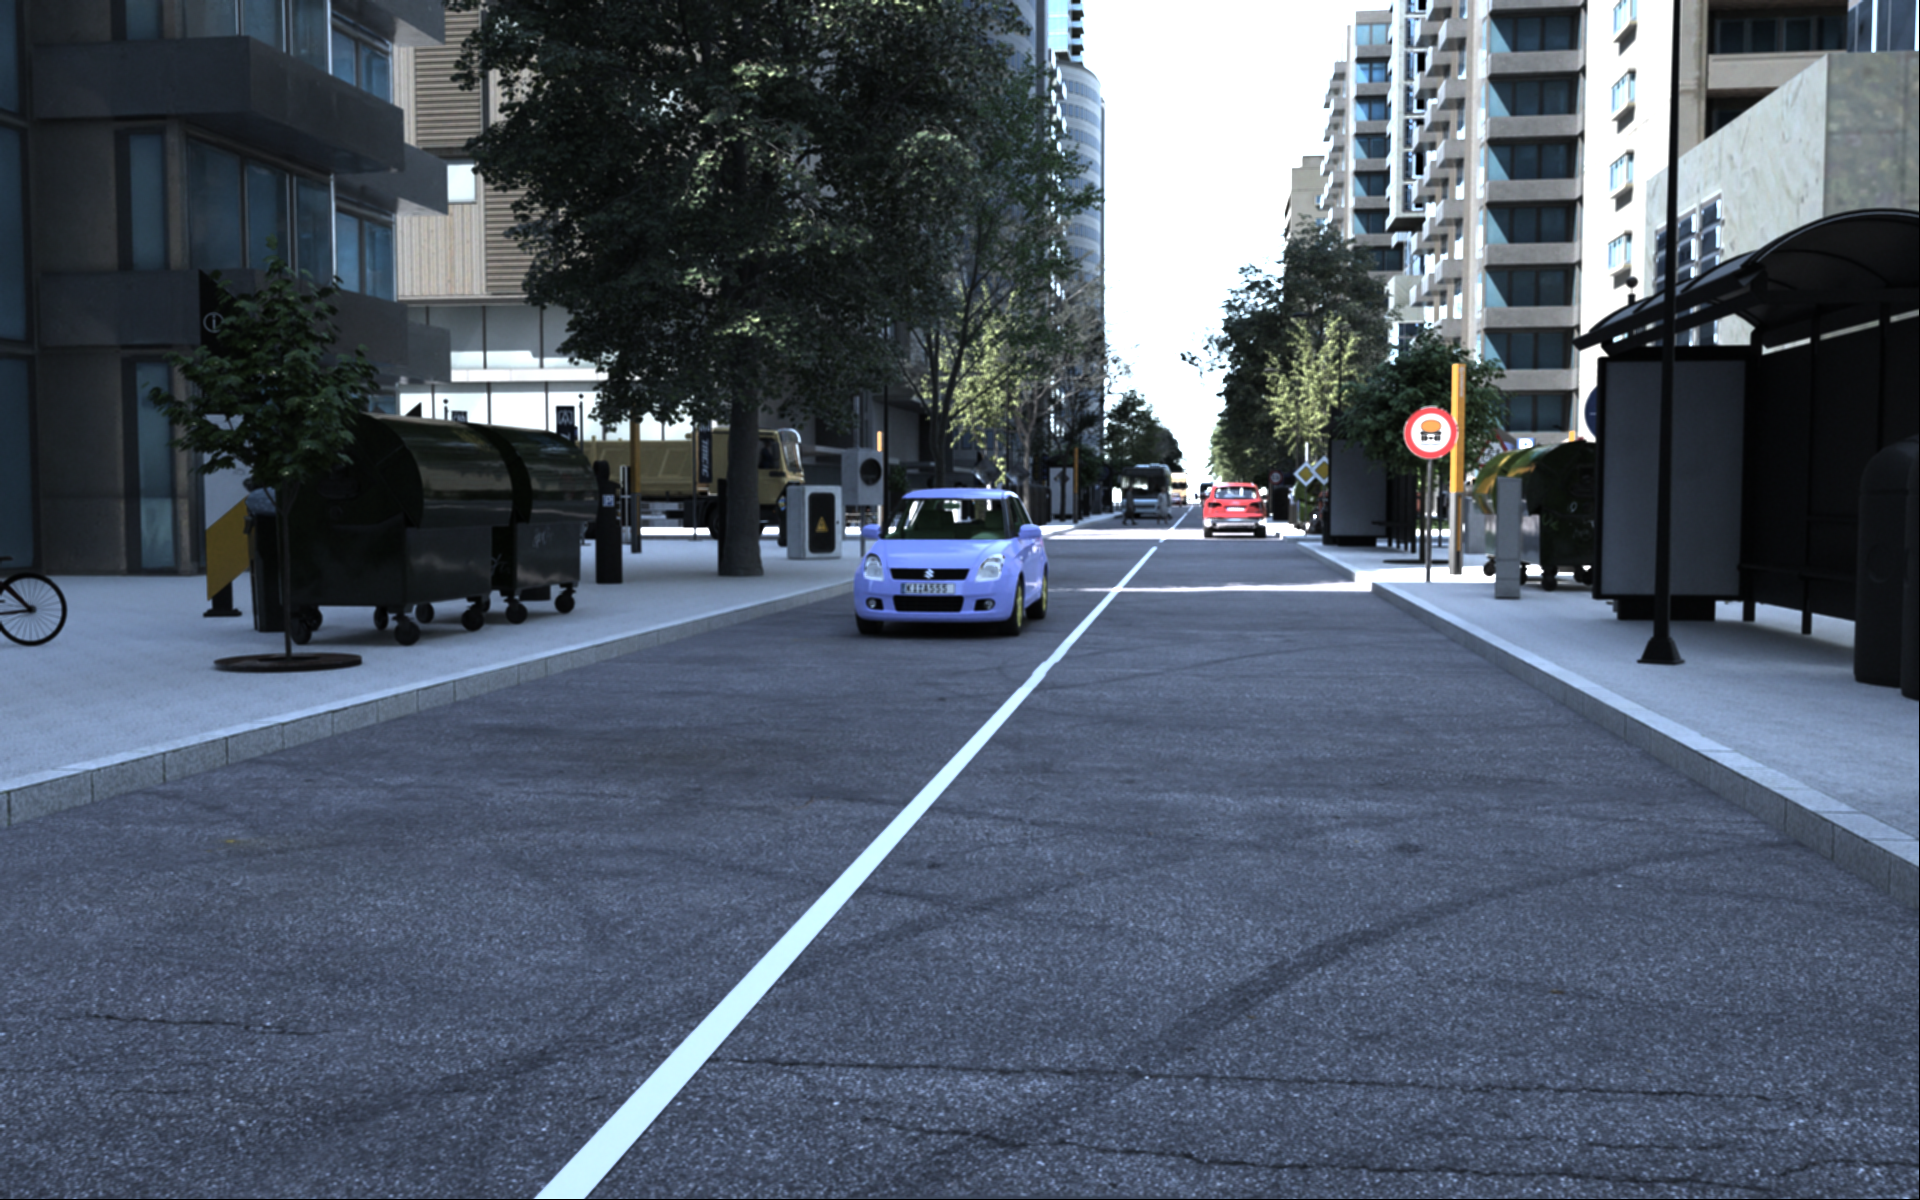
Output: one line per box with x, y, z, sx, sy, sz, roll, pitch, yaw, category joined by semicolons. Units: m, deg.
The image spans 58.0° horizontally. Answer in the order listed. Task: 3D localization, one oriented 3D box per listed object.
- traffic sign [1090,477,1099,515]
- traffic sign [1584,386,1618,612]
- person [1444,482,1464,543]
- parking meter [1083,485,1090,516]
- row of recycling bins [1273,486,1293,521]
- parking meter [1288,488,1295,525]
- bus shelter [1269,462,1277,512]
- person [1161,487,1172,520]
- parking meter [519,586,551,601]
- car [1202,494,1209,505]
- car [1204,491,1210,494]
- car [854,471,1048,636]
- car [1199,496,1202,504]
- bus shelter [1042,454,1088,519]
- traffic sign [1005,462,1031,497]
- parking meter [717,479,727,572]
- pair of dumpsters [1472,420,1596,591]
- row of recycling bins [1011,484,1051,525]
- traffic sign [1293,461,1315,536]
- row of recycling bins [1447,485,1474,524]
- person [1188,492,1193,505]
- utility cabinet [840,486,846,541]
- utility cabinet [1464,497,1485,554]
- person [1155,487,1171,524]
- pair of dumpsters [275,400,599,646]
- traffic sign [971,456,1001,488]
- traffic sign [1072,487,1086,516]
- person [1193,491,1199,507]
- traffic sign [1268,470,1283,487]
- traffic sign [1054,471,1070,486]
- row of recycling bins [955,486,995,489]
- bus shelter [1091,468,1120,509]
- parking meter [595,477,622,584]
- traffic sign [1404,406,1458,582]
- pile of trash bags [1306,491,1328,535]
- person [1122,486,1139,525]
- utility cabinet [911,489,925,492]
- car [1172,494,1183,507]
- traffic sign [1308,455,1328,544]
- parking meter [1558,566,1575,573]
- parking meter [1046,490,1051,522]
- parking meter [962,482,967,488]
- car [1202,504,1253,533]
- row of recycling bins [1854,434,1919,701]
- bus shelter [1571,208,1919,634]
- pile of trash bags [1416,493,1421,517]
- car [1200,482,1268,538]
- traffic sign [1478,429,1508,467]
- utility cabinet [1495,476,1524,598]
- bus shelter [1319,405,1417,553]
8.047;-6.445;105.481;0.768;2.556;0.104;1;4;17;traffic sign
7.151;-1.142;18.776;0.768;2.556;0.104;1;4;16;traffic sign
13.290;-2.303;46.488;0.599;1.781;0.374;1;4;17;person
7.332;-5.797;100.489;0.399;1.863;0.255;2;4;29;parking meter
16.427;-4.774;85.174;1.069;1.692;3.534;3;5;39;row of recycling bins
13.925;-3.915;72.420;0.372;1.533;0.369;0;3;0;parking meter
19.029;-6.531;100.707;2.014;3.302;5.546;0;4;8;bus shelter
11.463;-5.370;96.401;0.767;1.812;0.694;0;4;5;person
-5.145;-0.764;20.910;0.372;1.533;0.369;0;3;0;parking meter
27.142;-10.907;187.363;2.155;1.783;4.494;0;4;7;car
28.571;-11.530;197.181;2.281;1.827;5.304;1;4;8;car
-0.034;-0.560;18.754;1.945;1.707;3.694;1;4;9;car
34.337;-14.202;241.238;2.155;1.783;4.494;0;4;6;car
5.478;-5.869;89.883;2.014;3.302;5.546;0;4;8;bus shelter
1.797;-3.056;53.609;0.795;2.450;0.064;0;4;8;traffic sign
-3.790;-1.225;28.441;0.372;1.533;0.369;0;3;0;parking meter
8.443;-1.357;24.678;1.574;2.255;4.437;0;4;8;pair of dumpsters
2.878;-3.911;71.057;1.069;1.692;3.534;1;4;15;row of recycling bins
10.453;-2.980;52.373;0.795;2.450;0.064;0;4;8;traffic sign
22.087;-4.159;75.107;1.069;1.692;3.534;0;4;-7;row of recycling bins
30.135;-13.361;227.745;1.217;1.735;0.721;-1;4;-20;person
-3.710;-2.349;47.085;1.173;1.500;0.318;-1;4;-9;utility cabinet
11.349;-1.587;37.108;1.020;1.237;0.306;0;4;0;utility cabinet
9.699;-4.520;82.750;0.694;1.780;0.624;-1;4;-20;person
-4.933;-0.865;16.633;1.574;2.255;4.437;0;4;8;pair of dumpsters
0.682;-2.572;45.702;0.795;2.450;0.064;0;4;8;traffic sign
6.141;-6.453;99.379;2.265;3.308;0.079;1;4;15;traffic sign
26.844;-11.541;197.069;0.709;1.838;0.599;0;4;6;person
16.873;-5.656;92.581;0.768;2.556;0.104;1;4;15;traffic sign
5.033;-5.179;85.860;0.795;2.450;0.064;1;4;10;traffic sign
1.309;-4.957;88.163;3.534;1.692;1.069;0;4;4;row of recycling bins
10.256;-7.933;123.626;2.014;3.302;5.546;0;4;8;bus shelter
-5.045;-1.006;24.862;0.372;1.533;0.369;0;3;0;parking meter
6.843;-1.537;25.238;0.768;2.556;0.104;1;4;11;traffic sign
11.830;-2.758;54.846;1.912;1.369;3.447;1;4;21;pile of trash bags
7.920;-4.396;80.479;0.767;1.812;0.694;1;4;9;person
-1.683;-4.380;80.296;1.173;1.500;0.318;0;4;7;utility cabinet
23.561;-11.130;191.020;2.155;1.783;4.494;0;4;7;car
9.338;-2.497;44.465;0.795;2.450;0.064;0;4;8;traffic sign
9.898;-1.212;28.220;0.372;1.533;0.369;0;3;0;parking meter
3.930;-4.294;78.625;0.372;1.533;0.369;0;3;0;parking meter
0.218;-4.926;86.255;0.255;1.863;0.399;0;4;1;parking meter
10.206;-3.292;65.822;2.014;1.417;4.499;0;4;6;car
6.319;-0.195;10.305;1.069;1.692;3.534;0;4;8;row of recycling bins
6.898;-1.292;15.042;2.014;3.302;5.546;1;4;8;bus shelter
21.311;-4.475;82.920;1.912;1.369;3.447;-1;4;-10;pile of trash bags
9.132;-2.999;57.709;2.281;1.827;5.304;0;4;8;car
10.642;-2.114;34.573;0.884;2.594;0.081;1;4;13;traffic sign
6.869;-0.793;21.644;0.318;1.500;1.173;1;4;18;utility cabinet
9.463;-2.814;39.939;2.014;3.302;5.546;1;4;8;bus shelter
